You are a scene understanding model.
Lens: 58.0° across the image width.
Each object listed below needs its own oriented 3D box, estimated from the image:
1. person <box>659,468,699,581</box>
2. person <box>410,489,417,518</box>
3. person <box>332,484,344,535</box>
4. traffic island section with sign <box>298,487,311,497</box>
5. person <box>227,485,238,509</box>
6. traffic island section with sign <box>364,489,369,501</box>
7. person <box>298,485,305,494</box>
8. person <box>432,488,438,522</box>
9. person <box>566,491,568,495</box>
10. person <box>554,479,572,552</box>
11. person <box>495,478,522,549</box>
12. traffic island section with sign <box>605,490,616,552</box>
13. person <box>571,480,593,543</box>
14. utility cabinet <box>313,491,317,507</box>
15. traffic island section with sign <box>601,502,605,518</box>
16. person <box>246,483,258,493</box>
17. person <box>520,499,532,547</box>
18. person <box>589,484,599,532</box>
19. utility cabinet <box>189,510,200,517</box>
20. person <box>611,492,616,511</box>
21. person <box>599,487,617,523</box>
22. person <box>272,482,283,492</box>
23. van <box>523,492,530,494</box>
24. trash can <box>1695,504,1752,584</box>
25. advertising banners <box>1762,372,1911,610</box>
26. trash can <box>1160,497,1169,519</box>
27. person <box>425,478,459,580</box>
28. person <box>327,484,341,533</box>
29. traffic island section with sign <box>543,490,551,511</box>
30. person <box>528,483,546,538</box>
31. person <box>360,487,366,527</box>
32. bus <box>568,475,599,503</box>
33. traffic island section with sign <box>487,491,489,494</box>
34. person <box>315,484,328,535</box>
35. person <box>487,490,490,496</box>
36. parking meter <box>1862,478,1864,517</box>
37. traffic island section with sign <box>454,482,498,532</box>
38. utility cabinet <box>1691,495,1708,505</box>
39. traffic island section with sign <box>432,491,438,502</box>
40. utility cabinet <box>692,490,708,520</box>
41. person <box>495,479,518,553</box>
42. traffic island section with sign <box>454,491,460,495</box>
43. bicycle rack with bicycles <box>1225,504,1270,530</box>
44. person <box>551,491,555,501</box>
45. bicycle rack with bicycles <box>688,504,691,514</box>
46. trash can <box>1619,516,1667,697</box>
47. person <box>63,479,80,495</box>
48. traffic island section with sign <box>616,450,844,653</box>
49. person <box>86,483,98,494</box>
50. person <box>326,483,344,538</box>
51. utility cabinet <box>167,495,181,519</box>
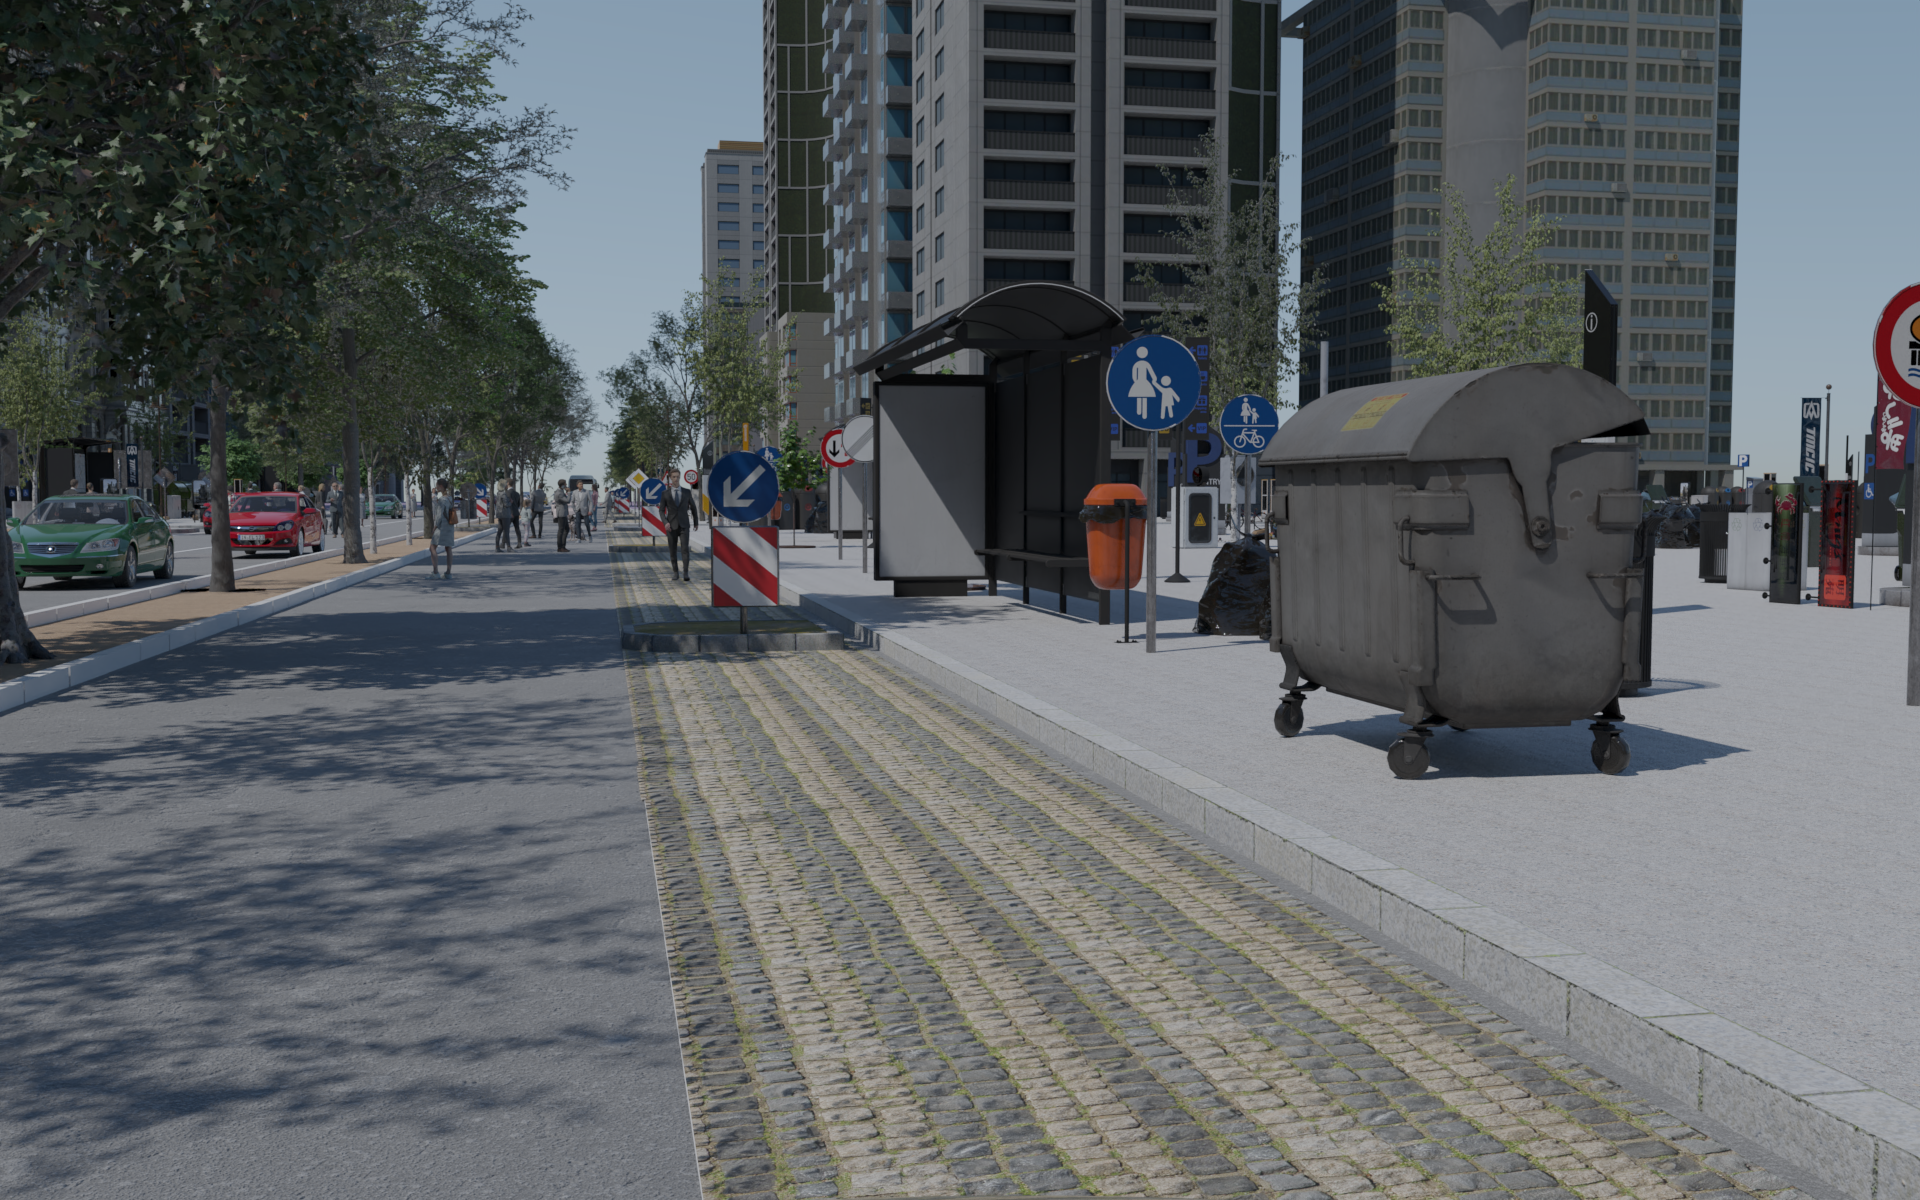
[{"bbox_3d":[-4.608,-1.232,28.420,0.659,1.850,0.755,-1,4,-11],"label":"person"},{"bbox_3d":[-32.800,-5.811,104.082,0.524,1.755,0.480,2,4,33],"label":"person"},{"bbox_3d":[-21.609,-3.153,60.448,0.834,1.777,0.661,3,5,44],"label":"person"},{"bbox_3d":[-35.745,-5.245,94.386,1.989,1.847,2.006,-1,4,-12],"label":"traffic island section with sign"},{"bbox_3d":[-24.371,-2.982,58.090,0.563,1.720,0.643,2,4,35],"label":"person"},{"bbox_3d":[-41.216,-6.860,120.782,1.989,1.847,2.006,-1,4,-12],"label":"traffic island section with sign"},{"bbox_3d":[-27.564,-3.909,72.635,0.641,1.798,0.478,-2,4,-32],"label":"person"},{"bbox_3d":[-26.914,-4.873,88.740,0.524,1.755,0.480,2,4,34],"label":"person"},{"bbox_3d":[-33.265,-8.466,146.935,0.388,1.821,0.555,-1,4,-23],"label":"person"},{"bbox_3d":[-9.802,-2.087,42.805,0.473,1.802,0.592,0,4,-4],"label":"person"},{"bbox_3d":[-11.805,-2.267,45.346,0.755,1.850,0.659,2,4,24],"label":"person"},{"bbox_3d":[-7.757,-2.111,43.142,1.989,1.847,2.006,-1,4,-12],"label":"traffic island section with sign"},{"bbox_3d":[-11.045,-2.589,50.677,0.661,1.843,0.795,0,4,5],"label":"person"},{"bbox_3d":[-51.573,-7.915,138.088,1.173,1.500,0.318,1,4,18],"label":"utility cabinet"},{"bbox_3d":[-18.888,-5.388,96.724,1.989,1.847,2.006,-1,4,-12],"label":"traffic island section with sign"},{"bbox_3d":[-30.560,-4.094,74.793,0.474,1.900,0.648,3,5,40],"label":"person"},{"bbox_3d":[-11.822,-2.111,47.287,0.425,1.301,0.394,2,4,26],"label":"person"},{"bbox_3d":[-14.030,-3.534,66.296,0.388,1.821,0.555,-3,5,-40],"label":"person"},{"bbox_3d":[-41.921,-5.320,95.663,1.173,1.500,0.318,0,4,-3],"label":"utility cabinet"},{"bbox_3d":[-28.797,-8.147,143.513,0.589,1.601,0.330,0,4,-7],"label":"person"},{"bbox_3d":[-17.193,-4.642,84.678,0.850,1.792,0.678,0,3,0],"label":"person"},{"bbox_3d":[-20.070,-2.565,50.840,0.834,1.777,0.661,2,4,32],"label":"person"},{"bbox_3d":[-71.790,-17.101,286.617,2.013,2.044,4.112,-1,4,-12],"label":"van"},{"bbox_3d":[11.002,-0.816,24.995,0.748,1.137,0.748,0,3,0],"label":"trash can"},{"bbox_3d":[9.878,-1.426,19.496,0.090,3.025,2.074,-1,4,-18],"label":"advertising banners"},{"bbox_3d":[10.556,-4.706,88.592,0.748,1.137,0.748,0,3,0],"label":"trash can"},{"bbox_3d":[-8.706,-1.205,29.203,0.522,1.701,0.512,0,4,4],"label":"person"},{"bbox_3d":[-23.138,-3.403,64.313,0.728,1.800,0.709,0,4,-7],"label":"person"},{"bbox_3d":[-35.729,-8.517,147.383,2.006,1.907,1.989,-1,4,-12],"label":"traffic island section with sign"},{"bbox_3d":[-13.661,-2.891,55.944,0.592,1.802,0.473,-2,4,-25],"label":"person"},{"bbox_3d":[-25.982,-4.040,75.119,0.480,1.755,0.524,-3,5,-43],"label":"person"},{"bbox_3d":[-38.009,-11.009,174.853,2.948,3.499,13.247,-1,4,-11],"label":"bus"},{"bbox_3d":[-67.822,-14.692,248.844,1.989,1.847,2.006,-1,4,-12],"label":"traffic island section with sign"},{"bbox_3d":[-22.748,-3.230,61.529,0.699,1.804,1.509,-1,4,-10],"label":"person"},{"bbox_3d":[-39.734,-8.425,146.648,0.661,1.777,0.834,-3,5,-44],"label":"person"},{"bbox_3d":[24.914,-2.548,47.369,0.255,1.863,0.399,-2,4,-26],"label":"parking meter"},{"bbox_3d":[-18.935,-3.573,66.557,2.006,1.907,1.989,-1,4,-12],"label":"traffic island section with sign"},{"bbox_3d":[38.017,-4.765,89.074,0.306,1.237,1.020,-1,4,-10],"label":"utility cabinet"},{"bbox_3d":[-51.287,-9.823,169.226,1.989,1.847,2.006,-1,4,-12],"label":"traffic island section with sign"},{"bbox_3d":[-12.672,-4.704,85.586,1.173,1.500,0.318,1,4,23],"label":"utility cabinet"},{"bbox_3d":[-11.158,-2.069,42.509,0.526,1.800,0.537,-1,4,-22],"label":"person"},{"bbox_3d":[-56.899,-11.474,196.226,1.989,1.847,2.006,-1,4,-12],"label":"traffic island section with sign"},{"bbox_3d":[9.372,-3.015,62.681,2.925,0.926,2.852,3,5,39],"label":"bicycle rack with bicycles"},{"bbox_3d":[-49.767,-12.491,212.708,1.348,1.826,0.705,-3,4,-36],"label":"person"},{"bbox_3d":[-16.563,-6.056,112.389,2.852,0.926,2.925,-3,4,-36],"label":"bicycle rack with bicycles"},{"bbox_3d":[4.128,0.032,11.127,0.748,1.137,0.748,0,3,0],"label":"trash can"},{"bbox_3d":[-24.994,-2.480,48.828,0.659,1.850,0.755,1,4,17],"label":"person"},{"bbox_3d":[-2.229,-0.483,16.532,1.989,1.847,2.006,-1,4,-12],"label":"traffic island section with sign"},{"bbox_3d":[-26.896,-2.745,53.722,0.374,1.781,0.599,3,4,36],"label":"person"},{"bbox_3d":[-20.364,-2.931,56.600,0.661,1.801,0.590,-2,4,-24],"label":"person"},{"bbox_3d":[-40.540,-4.783,89.366,0.306,1.237,1.020,0,4,-2],"label":"utility cabinet"}]
